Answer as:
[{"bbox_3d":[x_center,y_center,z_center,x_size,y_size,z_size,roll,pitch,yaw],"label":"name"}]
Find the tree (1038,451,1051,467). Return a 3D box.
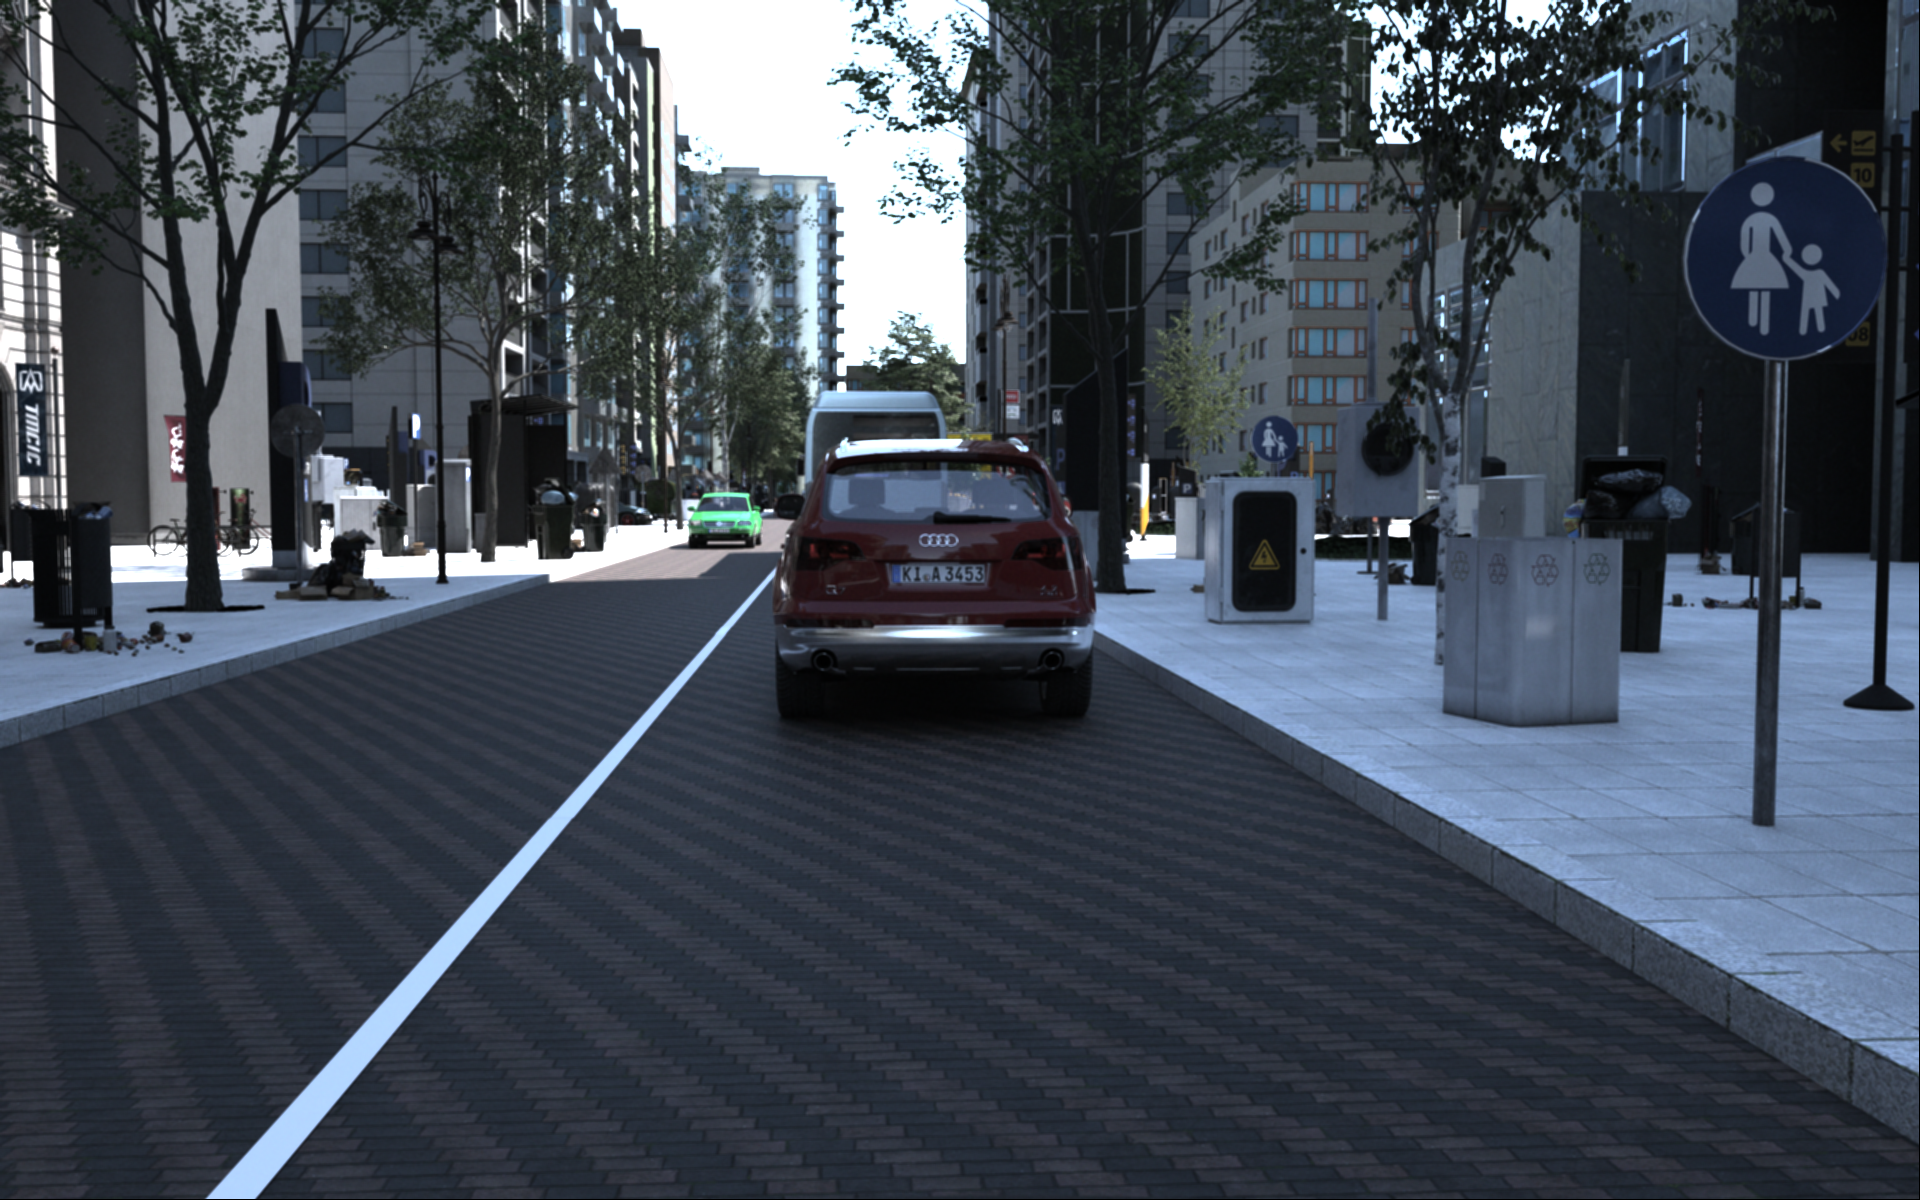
[{"bbox_3d":[3.605,-5.145,78.724,1.663,3.219,1.824,0,3,0],"label":"tree"}]

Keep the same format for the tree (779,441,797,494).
[{"bbox_3d":[-18.594,-14.266,183.618,4.737,8.622,4.395,0,3,0],"label":"tree"}]

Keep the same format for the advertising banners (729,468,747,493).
[{"bbox_3d":[-14.700,-7.207,114.019,0.090,3.025,2.074,2,4,35],"label":"advertising banners"}]

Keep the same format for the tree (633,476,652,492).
[{"bbox_3d":[-23.981,-8.416,132.206,1.663,3.219,1.824,0,3,0],"label":"tree"}]

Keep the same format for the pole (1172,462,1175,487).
[{"bbox_3d":[13.525,-7.099,109.916,0.158,3.312,0.155,0,3,0],"label":"pole"}]

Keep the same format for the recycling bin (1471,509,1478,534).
[{"bbox_3d":[8.914,-0.976,28.504,0.722,1.027,0.722,-1,4,-21],"label":"recycling bin"}]

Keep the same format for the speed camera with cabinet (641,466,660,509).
[{"bbox_3d":[-21.595,-7.720,120.563,2.038,3.252,0.660,-1,4,-19],"label":"speed camera with cabinet"}]

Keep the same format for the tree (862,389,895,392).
[{"bbox_3d":[-5.846,-12.654,141.301,8.767,10.594,7.601,0,4,3],"label":"tree"}]

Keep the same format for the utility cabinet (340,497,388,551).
[{"bbox_3d":[-13.476,-1.716,39.215,1.020,1.237,0.306,-2,4,-24],"label":"utility cabinet"}]

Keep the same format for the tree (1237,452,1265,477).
[{"bbox_3d":[13.021,-5.159,78.944,1.663,3.219,1.824,0,3,0],"label":"tree"}]

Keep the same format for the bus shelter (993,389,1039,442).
[{"bbox_3d":[1.399,-5.274,63.858,2.179,5.291,8.768,0,4,-4],"label":"bus shelter"}]

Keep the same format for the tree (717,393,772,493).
[{"bbox_3d":[-14.966,-10.500,122.036,4.360,8.622,3.978,0,3,0],"label":"tree"}]

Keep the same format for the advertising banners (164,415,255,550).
[{"bbox_3d":[-16.974,-2.630,39.185,0.090,3.025,2.074,3,4,37],"label":"advertising banners"}]

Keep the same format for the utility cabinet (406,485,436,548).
[{"bbox_3d":[-12.779,-2.002,41.405,0.318,1.500,1.173,1,4,12],"label":"utility cabinet"}]

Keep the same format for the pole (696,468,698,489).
[{"bbox_3d":[-20.714,-8.732,136.617,0.158,3.312,0.155,0,3,0],"label":"pole"}]

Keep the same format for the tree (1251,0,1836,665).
[{"bbox_3d":[3.876,-3.824,12.891,4.360,8.622,3.978,0,3,0],"label":"tree"}]

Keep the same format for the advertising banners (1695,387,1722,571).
[{"bbox_3d":[12.577,-2.016,29.151,0.090,3.025,2.074,2,4,34],"label":"advertising banners"}]

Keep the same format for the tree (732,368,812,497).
[{"bbox_3d":[-18.381,-16.125,170.299,9.857,13.997,8.962,0,3,0],"label":"tree"}]

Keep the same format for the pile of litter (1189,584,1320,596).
[{"bbox_3d":[3.757,-0.514,22.365,1.176,0.858,1.719,-2,4,-33],"label":"pile of litter"}]

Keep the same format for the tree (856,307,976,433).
[{"bbox_3d":[-2.743,-11.471,105.680,7.486,12.596,7.792,0,3,0],"label":"tree"}]

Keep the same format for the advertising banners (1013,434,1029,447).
[{"bbox_3d":[2.429,-3.312,50.347,2.074,3.025,0.090,2,4,33],"label":"advertising banners"}]

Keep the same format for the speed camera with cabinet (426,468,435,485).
[{"bbox_3d":[-34.426,-7.151,111.260,2.038,3.252,0.660,3,4,37],"label":"speed camera with cabinet"}]

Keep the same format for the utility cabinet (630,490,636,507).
[{"bbox_3d":[-23.745,-7.151,125.596,1.173,1.500,0.318,3,5,43],"label":"utility cabinet"}]

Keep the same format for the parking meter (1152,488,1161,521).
[{"bbox_3d":[7.874,-3.727,69.340,0.372,1.533,0.369,0,3,0],"label":"parking meter"}]

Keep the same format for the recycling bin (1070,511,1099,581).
[{"bbox_3d":[1.670,-0.808,25.771,0.722,1.027,0.722,-2,4,-29],"label":"recycling bin"}]

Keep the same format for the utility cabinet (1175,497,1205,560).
[{"bbox_3d":[4.598,-1.412,34.251,0.306,1.237,1.020,-1,4,-18],"label":"utility cabinet"}]

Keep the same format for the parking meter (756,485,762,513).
[{"bbox_3d":[-13.532,-6.765,116.325,0.255,1.863,0.399,-3,4,-39],"label":"parking meter"}]

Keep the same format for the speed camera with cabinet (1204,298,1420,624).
[{"bbox_3d":[3.516,-1.405,17.315,2.038,3.252,0.660,0,4,-8],"label":"speed camera with cabinet"}]

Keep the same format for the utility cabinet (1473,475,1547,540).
[{"bbox_3d":[6.531,-0.727,20.572,0.318,1.500,1.173,-1,4,-8],"label":"utility cabinet"}]

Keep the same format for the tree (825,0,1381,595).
[{"bbox_3d":[1.819,-5.905,22.300,9.928,11.665,9.643,0,3,0],"label":"tree"}]

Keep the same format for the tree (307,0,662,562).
[{"bbox_3d":[-8.544,-5.988,32.318,7.601,10.594,8.767,-1,4,-9],"label":"tree"}]

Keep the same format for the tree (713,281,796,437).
[{"bbox_3d":[-9.957,-7.788,61.754,8.767,10.594,7.601,0,4,-1],"label":"tree"}]

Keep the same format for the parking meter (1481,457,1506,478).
[{"bbox_3d":[8.295,-1.300,26.974,0.255,1.863,0.399,-1,4,-9],"label":"parking meter"}]

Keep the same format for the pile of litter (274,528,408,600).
[{"bbox_3d":[-7.605,-0.443,21.209,1.719,0.858,1.176,2,4,31],"label":"pile of litter"}]

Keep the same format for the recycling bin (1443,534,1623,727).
[{"bbox_3d":[3.270,0.161,9.926,0.722,1.027,0.722,-1,4,-19],"label":"recycling bin"}]

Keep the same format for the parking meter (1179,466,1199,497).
[{"bbox_3d":[4.806,-1.877,36.407,0.399,1.863,0.255,1,4,18],"label":"parking meter"}]

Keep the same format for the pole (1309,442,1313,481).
[{"bbox_3d":[13.681,-4.505,67.507,0.158,3.312,0.155,0,3,0],"label":"pole"}]

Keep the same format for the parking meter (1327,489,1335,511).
[{"bbox_3d":[17.490,-4.484,81.726,0.372,1.533,0.369,0,3,0],"label":"parking meter"}]

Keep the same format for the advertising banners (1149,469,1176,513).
[{"bbox_3d":[13.769,-7.437,117.785,2.074,3.025,0.090,1,4,22],"label":"advertising banners"}]

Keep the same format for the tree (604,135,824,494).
[{"bbox_3d":[-14.027,-14.594,94.499,12.611,20.169,13.585,0,3,0],"label":"tree"}]

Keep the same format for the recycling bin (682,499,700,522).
[{"bbox_3d":[-12.698,-4.202,81.257,0.722,1.027,0.722,-3,5,-42],"label":"recycling bin"}]

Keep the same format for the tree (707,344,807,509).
[{"bbox_3d":[-15.293,-13.002,130.709,7.486,12.596,7.792,0,3,0],"label":"tree"}]

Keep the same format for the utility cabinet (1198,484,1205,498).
[{"bbox_3d":[5.205,-1.774,37.683,0.318,1.500,1.173,0,4,-7],"label":"utility cabinet"}]

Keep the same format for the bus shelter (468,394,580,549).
[{"bbox_3d":[-10.879,-3.203,43.654,1.731,3.624,6.357,0,4,-4],"label":"bus shelter"}]

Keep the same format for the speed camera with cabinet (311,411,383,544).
[{"bbox_3d":[-14.582,-2.848,40.903,2.038,3.252,0.660,3,5,39],"label":"speed camera with cabinet"}]

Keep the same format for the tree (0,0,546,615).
[{"bbox_3d":[-8.244,-5.693,18.838,9.928,11.665,9.643,0,3,0],"label":"tree"}]

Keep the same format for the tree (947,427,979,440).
[{"bbox_3d":[0.204,-3.381,49.886,1.663,3.219,1.824,0,3,0],"label":"tree"}]

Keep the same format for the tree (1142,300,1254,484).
[{"bbox_3d":[9.065,-7.108,66.578,4.737,8.622,4.395,0,3,0],"label":"tree"}]

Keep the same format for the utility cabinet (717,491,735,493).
[{"bbox_3d":[-16.287,-6.842,120.551,1.173,1.500,0.318,-1,4,-21],"label":"utility cabinet"}]

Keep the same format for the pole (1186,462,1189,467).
[{"bbox_3d":[14.362,-7.058,109.243,0.158,3.312,0.155,0,3,0],"label":"pole"}]

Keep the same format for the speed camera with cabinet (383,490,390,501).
[{"bbox_3d":[-27.814,-5.453,83.500,2.038,3.252,0.660,0,4,-7],"label":"speed camera with cabinet"}]

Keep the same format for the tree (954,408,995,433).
[{"bbox_3d":[1.281,-11.902,144.965,4.360,8.622,3.978,0,3,0],"label":"tree"}]

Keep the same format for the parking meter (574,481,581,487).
[{"bbox_3d":[-17.008,-4.369,77.150,0.255,1.863,0.399,1,4,15],"label":"parking meter"}]

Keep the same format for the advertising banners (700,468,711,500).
[{"bbox_3d":[-16.631,-7.189,113.731,0.090,3.025,2.074,1,4,14],"label":"advertising banners"}]

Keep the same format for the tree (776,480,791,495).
[{"bbox_3d":[-20.356,-12.611,200.789,1.663,3.219,1.824,0,3,0],"label":"tree"}]

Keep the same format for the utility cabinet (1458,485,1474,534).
[{"bbox_3d":[12.218,-1.999,41.362,0.318,1.500,1.173,-2,4,-28],"label":"utility cabinet"}]

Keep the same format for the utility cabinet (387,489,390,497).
[{"bbox_3d":[-26.476,-4.406,80.721,0.318,1.500,1.173,-1,4,-23],"label":"utility cabinet"}]
